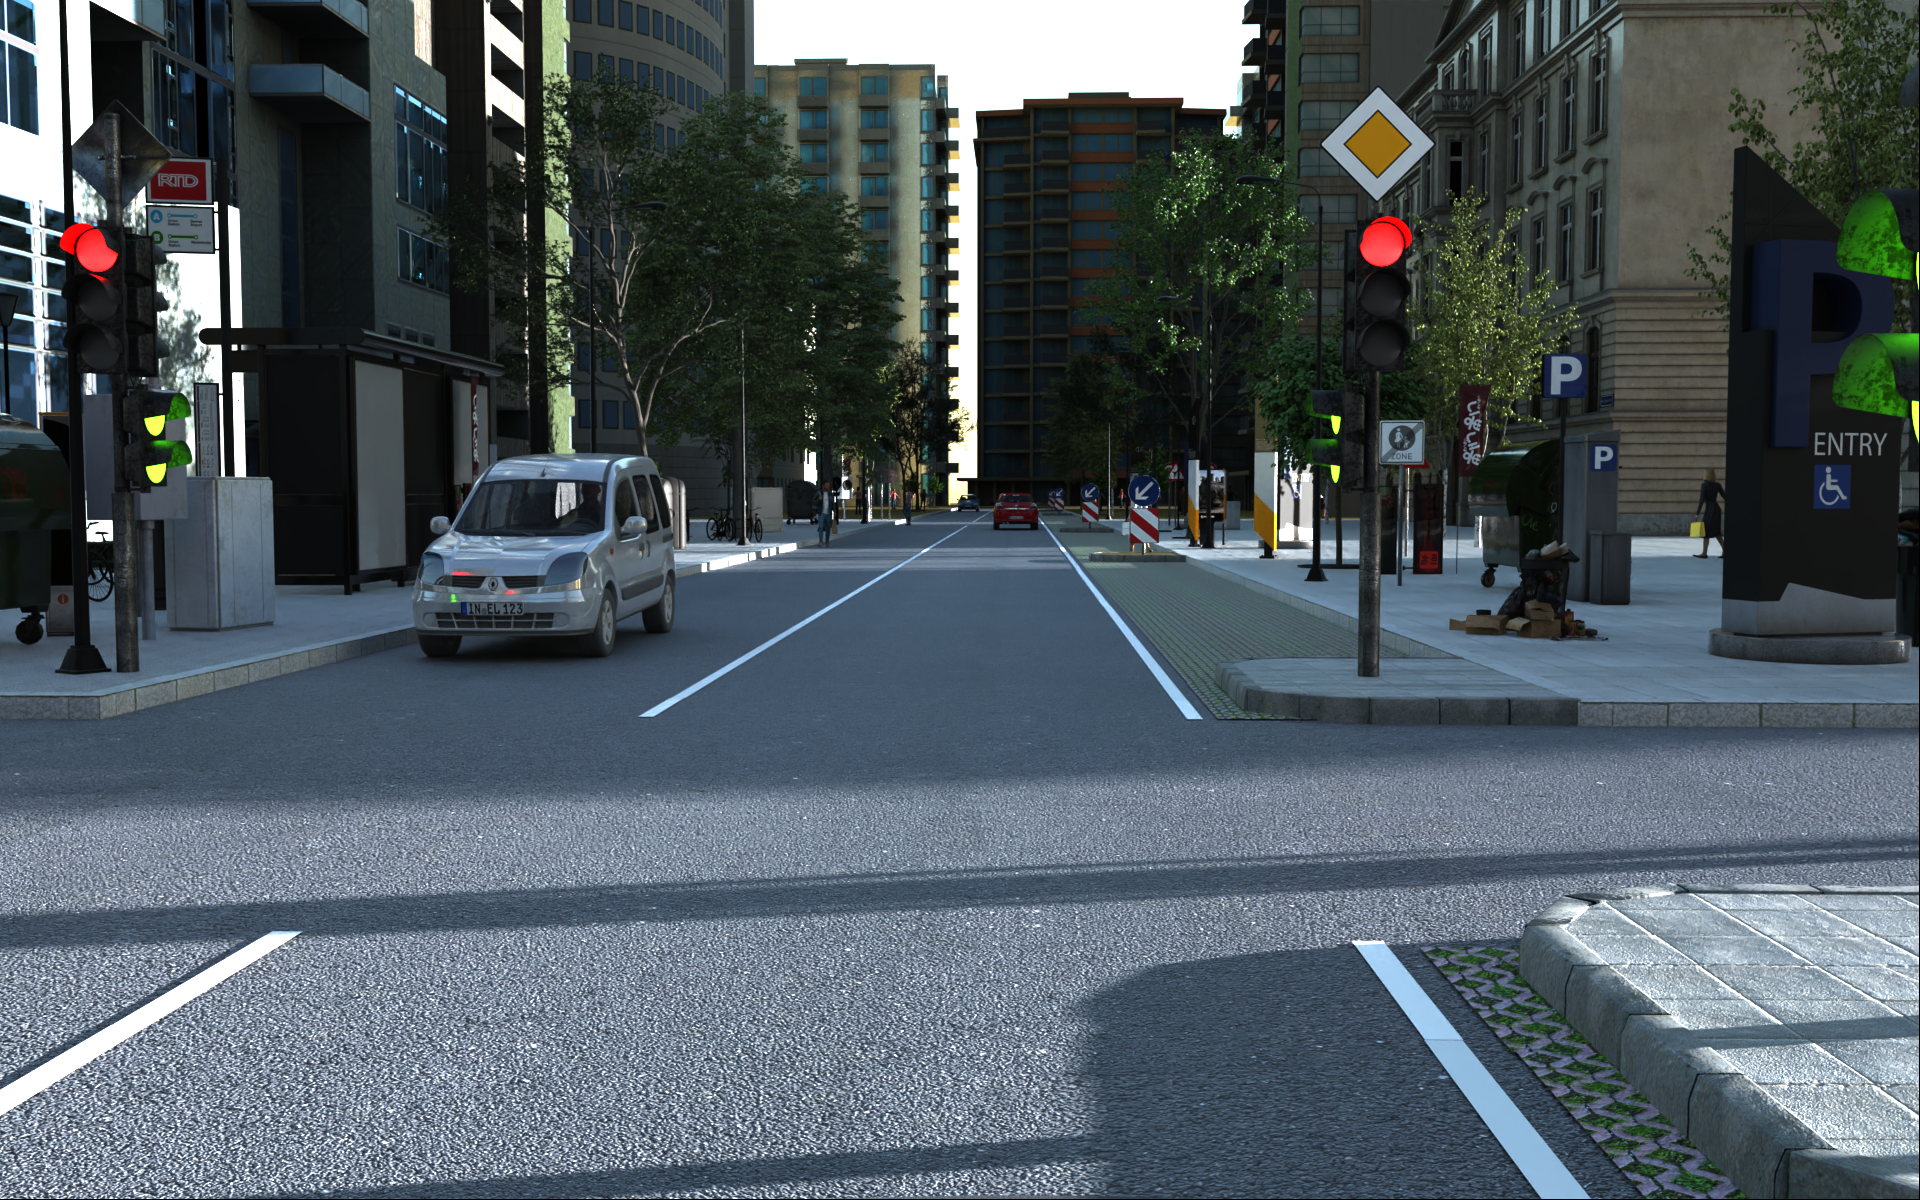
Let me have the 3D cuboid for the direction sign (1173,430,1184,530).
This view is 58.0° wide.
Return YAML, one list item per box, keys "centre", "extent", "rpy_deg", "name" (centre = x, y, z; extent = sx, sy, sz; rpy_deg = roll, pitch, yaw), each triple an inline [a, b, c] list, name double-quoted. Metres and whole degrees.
- centre: [7.796, -4.268, 61.777]
  extent: [0.379, 3.537, 0.876]
  rpy_deg: [1, 4, 11]
  name: "direction sign"

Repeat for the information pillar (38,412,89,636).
- centre: [-8.119, -0.686, 15.708]
  extent: [0.304, 2.012, 0.304]
  rpy_deg: [-1, 4, -14]
  name: "information pillar"

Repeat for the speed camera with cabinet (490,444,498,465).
- centre: [-8.164, -2.169, 29.806]
  extent: [0.660, 3.252, 2.038]
  rpy_deg: [-2, 4, -24]
  name: "speed camera with cabinet"

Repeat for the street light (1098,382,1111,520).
- centre: [6.391, -6.066, 71.716]
  extent: [1.470, 5.913, 1.316]
  rpy_deg: [0, 4, 2]
  name: "street light"

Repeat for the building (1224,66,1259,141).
- centre: [44.416, -34.977, 191.482]
  extent: [30.456, 49.044, 23.786]
  rpy_deg: [0, 4, 2]
  name: "building"

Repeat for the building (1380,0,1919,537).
- centre: [25.394, -15.246, 68.350]
  extent: [14.460, 24.649, 34.723]
  rpy_deg: [0, 4, 2]
  name: "building"

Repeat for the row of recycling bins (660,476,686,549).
- centre: [-7.189, -1.964, 39.226]
  extent: [1.069, 1.692, 3.534]
  rpy_deg: [1, 4, 17]
  name: "row of recycling bins"

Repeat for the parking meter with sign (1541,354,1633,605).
- centre: [7.546, -1.498, 20.757]
  extent: [0.543, 3.016, 1.738]
  rpy_deg: [0, 4, -3]
  name: "parking meter with sign"

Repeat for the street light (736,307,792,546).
- centre: [-4.870, -4.317, 43.126]
  extent: [1.470, 5.913, 1.316]
  rpy_deg: [0, 4, 2]
  name: "street light"

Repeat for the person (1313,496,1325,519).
- centre: [18.822, -4.984, 90.728]
  extent: [0.799, 1.438, 0.628]
  rpy_deg: [1, 4, 21]
  name: "person"

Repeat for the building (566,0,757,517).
- centre: [-24.616, -34.212, 101.370]
  extent: [21.231, 58.520, 28.212]
  rpy_deg: [0, 4, 2]
  name: "building"

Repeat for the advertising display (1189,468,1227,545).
- centre: [6.250, -2.357, 43.754]
  extent: [0.974, 1.923, 0.123]
  rpy_deg: [2, 4, 25]
  name: "advertising display"

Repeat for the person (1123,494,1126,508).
- centre: [15.463, -9.307, 161.439]
  extent: [0.421, 1.427, 0.697]
  rpy_deg: [-2, 4, -28]
  name: "person"

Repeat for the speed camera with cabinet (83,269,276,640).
- centre: [-7.178, -1.326, 16.011]
  extent: [0.660, 3.252, 2.038]
  rpy_deg: [1, 4, 10]
  name: "speed camera with cabinet"

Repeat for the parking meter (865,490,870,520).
- centre: [-4.687, -4.786, 86.654]
  extent: [0.372, 1.533, 0.369]
  rpy_deg: [0, 3, 0]
  name: "parking meter"

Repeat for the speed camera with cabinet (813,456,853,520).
- centre: [-6.292, -5.597, 85.853]
  extent: [2.038, 3.252, 0.660]
  rpy_deg: [-3, 5, -40]
  name: "speed camera with cabinet"

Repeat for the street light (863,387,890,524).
- centre: [-3.609, -6.251, 74.742]
  extent: [1.470, 5.913, 1.316]
  rpy_deg: [0, 4, 2]
  name: "street light"

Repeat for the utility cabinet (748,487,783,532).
- centre: [-6.498, -3.008, 57.857]
  extent: [1.173, 1.500, 0.318]
  rpy_deg: [-3, 5, -40]
  name: "utility cabinet"

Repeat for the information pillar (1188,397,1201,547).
- centre: [5.693, -3.107, 42.154]
  extent: [0.183, 3.616, 0.504]
  rpy_deg: [-1, 4, -15]
  name: "information pillar"

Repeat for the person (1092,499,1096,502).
- centre: [12.537, -9.478, 161.744]
  extent: [1.217, 1.736, 0.721]
  rpy_deg: [1, 4, 19]
  name: "person"

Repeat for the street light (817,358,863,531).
- centre: [-4.208, -5.308, 59.321]
  extent: [1.470, 5.913, 1.316]
  rpy_deg: [0, 4, 2]
  name: "street light"

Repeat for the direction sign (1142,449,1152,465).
- centre: [9.497, -5.759, 86.161]
  extent: [0.876, 3.537, 0.379]
  rpy_deg: [1, 4, 20]
  name: "direction sign"

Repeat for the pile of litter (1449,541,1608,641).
- centre: [5.187, -0.116, 15.866]
  extent: [1.176, 0.858, 1.719]
  rpy_deg: [0, 4, -5]
  name: "pile of litter"

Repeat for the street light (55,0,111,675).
- centre: [-5.777, -2.430, 12.276]
  extent: [1.470, 5.913, 1.316]
  rpy_deg: [0, 4, 2]
  name: "street light"

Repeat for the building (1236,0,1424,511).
- centre: [31.565, -28.588, 122.033]
  extent: [22.147, 44.769, 28.867]
  rpy_deg: [0, 4, 2]
  name: "building"

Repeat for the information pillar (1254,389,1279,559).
- centre: [6.094, -2.635, 34.443]
  extent: [0.504, 3.616, 0.183]
  rpy_deg: [3, 5, 40]
  name: "information pillar"

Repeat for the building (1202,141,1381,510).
- centre: [27.066, -22.803, 144.525]
  extent: [14.160, 30.474, 14.107]
  rpy_deg: [0, 4, 2]
  name: "building"

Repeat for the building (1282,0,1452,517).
- centre: [25.814, -25.523, 100.891]
  extent: [14.154, 41.232, 14.086]
  rpy_deg: [0, 4, 2]
  name: "building"

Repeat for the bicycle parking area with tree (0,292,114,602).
- centre: [-13.868, -2.153, 22.202]
  extent: [9.016, 4.147, 8.231]
  rpy_deg: [1, 4, 16]
  name: "bicycle parking area with tree"

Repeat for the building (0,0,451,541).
- centre: [-27.257, -44.626, 42.313]
  extent: [22.319, 86.520, 31.000]
  rpy_deg: [0, 4, 2]
  name: "building"

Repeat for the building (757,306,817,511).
- centre: [-27.648, -18.057, 140.277]
  extent: [28.899, 21.520, 27.650]
  rpy_deg: [0, 4, 2]
  name: "building"

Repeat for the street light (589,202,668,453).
- centre: [-5.339, -3.374, 27.702]
  extent: [1.470, 5.913, 1.316]
  rpy_deg: [0, 4, 2]
  name: "street light"

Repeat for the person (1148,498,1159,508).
- centre: [15.806, -8.450, 143.837]
  extent: [1.348, 1.869, 0.705]
  rpy_deg: [1, 4, 10]
  name: "person"

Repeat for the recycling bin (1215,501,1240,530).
- centre: [9.591, -3.042, 62.296]
  extent: [0.722, 1.027, 0.722]
  rpy_deg: [-2, 4, -33]
  name: "recycling bin"

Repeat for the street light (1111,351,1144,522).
- centre: [5.787, -5.123, 56.295]
  extent: [1.470, 5.913, 1.316]
  rpy_deg: [0, 4, 2]
  name: "street light"

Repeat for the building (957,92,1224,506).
- centre: [14.431, -32.854, 191.792]
  extent: [28.867, 44.769, 22.147]
  rpy_deg: [0, 4, 2]
  name: "building"

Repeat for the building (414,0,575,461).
- centre: [-25.777, -18.615, 76.059]
  extent: [14.160, 30.474, 14.107]
  rpy_deg: [0, 4, 2]
  name: "building"

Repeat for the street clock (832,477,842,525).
- centre: [-5.164, -4.142, 72.288]
  extent: [0.471, 2.002, 0.358]
  rpy_deg: [0, 4, 2]
  name: "street clock"

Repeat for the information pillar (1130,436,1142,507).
- centre: [7.073, -4.776, 69.439]
  extent: [0.504, 3.616, 0.183]
  rpy_deg: [0, 4, 3]
  name: "information pillar"

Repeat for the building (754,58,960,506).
- centre: [-15.189, -35.094, 193.392]
  extent: [30.456, 49.044, 23.786]
  rpy_deg: [0, 4, 2]
  name: "building"
